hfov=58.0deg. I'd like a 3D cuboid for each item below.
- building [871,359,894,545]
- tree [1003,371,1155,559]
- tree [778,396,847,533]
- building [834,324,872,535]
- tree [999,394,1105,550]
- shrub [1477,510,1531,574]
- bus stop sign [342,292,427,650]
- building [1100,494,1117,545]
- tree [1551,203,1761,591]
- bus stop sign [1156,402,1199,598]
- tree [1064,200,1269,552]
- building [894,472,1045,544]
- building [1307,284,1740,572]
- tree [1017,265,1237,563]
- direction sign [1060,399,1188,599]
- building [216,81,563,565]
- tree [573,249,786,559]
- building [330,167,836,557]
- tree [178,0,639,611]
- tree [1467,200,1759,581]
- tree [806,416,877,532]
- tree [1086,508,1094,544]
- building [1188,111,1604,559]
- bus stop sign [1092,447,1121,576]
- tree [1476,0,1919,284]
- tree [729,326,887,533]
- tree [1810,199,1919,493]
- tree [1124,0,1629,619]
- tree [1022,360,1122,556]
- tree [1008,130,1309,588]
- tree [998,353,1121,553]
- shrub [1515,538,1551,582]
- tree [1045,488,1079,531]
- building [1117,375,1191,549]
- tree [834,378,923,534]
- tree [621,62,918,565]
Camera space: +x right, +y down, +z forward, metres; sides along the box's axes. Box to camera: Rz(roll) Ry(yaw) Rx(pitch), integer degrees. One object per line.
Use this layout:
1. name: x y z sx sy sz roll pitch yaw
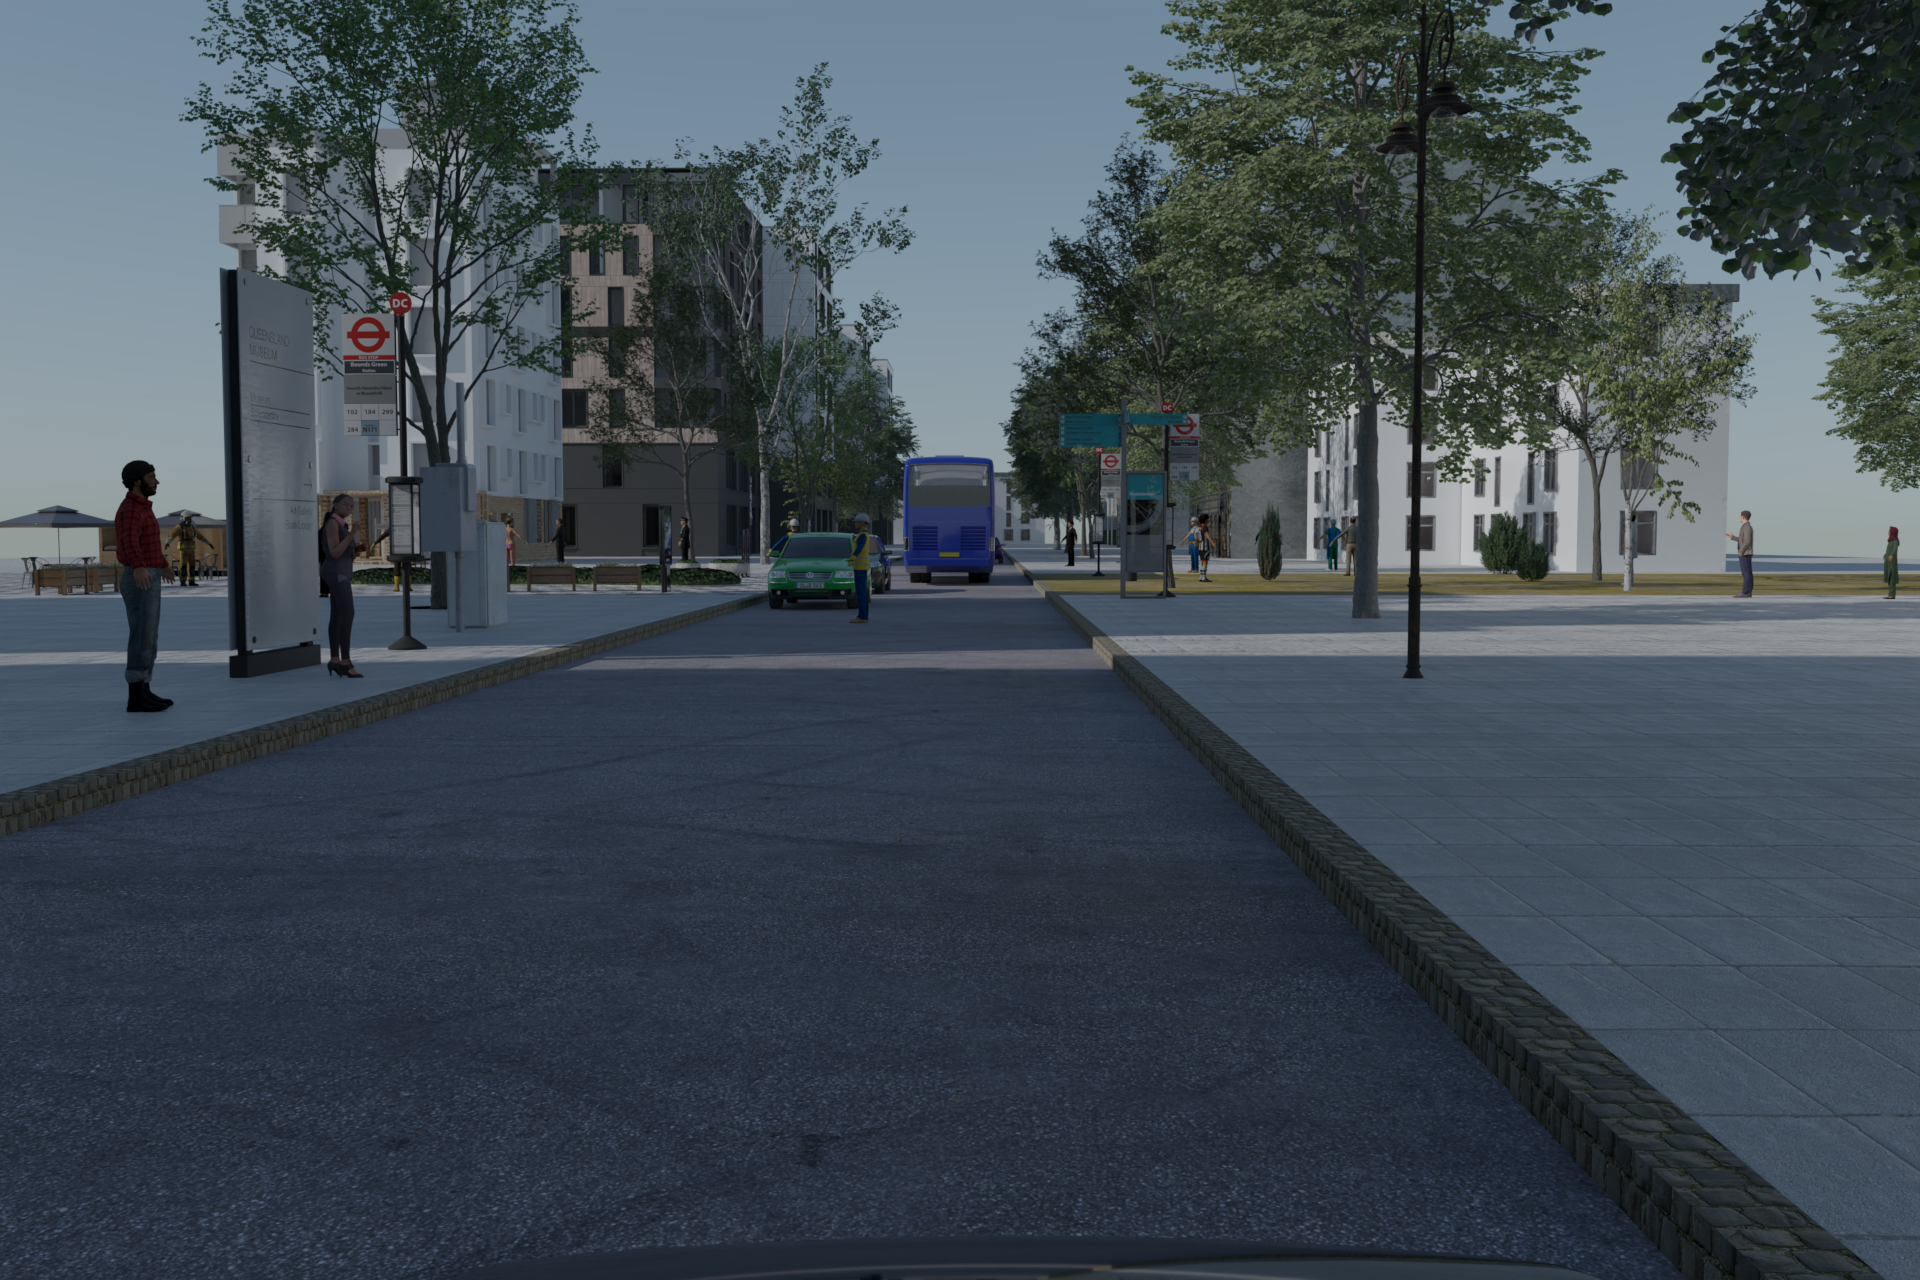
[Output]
1. building: -22.448 -21.792 200.278 27.936 21.610 32.646 0 4 1
2. tree: 6.721 -9.524 90.124 8.767 10.594 7.601 -2 4 -32
3. tree: -8.111 -8.733 93.139 4.737 8.622 4.395 0 3 0
4. building: -23.390 -19.743 166.765 27.936 21.610 32.646 0 4 1
5. tree: 7.775 -14.210 138.980 9.857 13.997 8.962 0 3 0
6. shrub: 17.412 -3.143 55.433 1.661 2.075 1.752 0 3 0
7. bus stop sign: -6.383 -1.865 19.201 0.855 3.939 0.416 0 4 1
8. building: 25.988 -20.794 206.443 16.747 18.905 31.486 0 4 1
9. tree: 15.210 -5.407 38.772 4.737 8.622 4.395 0 3 0
10. bus stop sign: 4.402 -2.837 35.084 0.855 3.939 0.416 0 4 1
11. tree: 7.284 -8.661 59.733 7.486 12.596 7.792 0 3 0
12. building: -2.472 -17.494 230.632 28.070 9.664 9.099 0 4 -8
13. building: 21.641 -7.960 72.294 9.099 9.664 28.070 0 4 0
14. tree: 7.761 -10.217 77.413 12.009 13.543 11.850 0 3 0
15. direction sign: 3.230 -2.751 33.741 2.525 3.948 1.411 0 4 1
16. building: -25.066 -13.298 73.850 16.016 20.090 11.380 0 4 1
17. tree: -9.238 -7.527 57.474 7.601 10.594 8.767 0 4 -1
18. building: -23.646 -16.480 113.416 27.936 21.610 32.646 0 4 2
19. tree: -8.975 -6.340 29.413 9.928 11.665 9.643 0 3 0
20. tree: 17.787 -6.924 47.619 8.767 10.594 7.601 3 5 41
21. tree: -7.176 -9.399 104.033 4.737 8.622 4.395 0 3 0
22. tree: 17.500 -18.582 229.572 9.928 11.665 9.643 0 3 0
23. building: 23.333 -16.323 97.814 19.493 23.208 18.063 0 4 1
24. bus stop sign: 4.433 -3.903 52.512 0.855 3.939 0.416 0 4 1
25. tree: 5.674 -6.159 7.360 9.857 13.997 8.962 0 3 0
26. tree: -7.623 -9.767 85.445 9.928 11.665 9.643 0 3 0
27. tree: 29.032 -8.164 51.609 7.486 12.596 7.792 0 3 0
28. tree: 5.874 -6.624 26.423 7.486 12.596 7.792 0 3 0
29. tree: 7.111 -10.727 101.135 9.928 11.665 9.643 0 3 0
30. tree: 4.629 -6.505 40.776 7.601 10.594 8.767 0 4 2
31. tree: 7.406 -12.853 116.796 9.857 13.997 8.962 0 3 0
32. shrub: 15.394 -2.167 46.544 1.383 1.207 1.383 0 3 0
33. tree: 8.040 -10.878 128.214 4.360 8.622 3.978 0 3 0
34. building: 24.450 -20.102 159.593 19.493 23.208 18.063 0 4 1
35. tree: -7.564 -14.221 139.161 9.857 13.997 8.962 0 3 0
36. tree: -7.804 -13.156 70.982 12.611 20.169 13.585 0 3 0
